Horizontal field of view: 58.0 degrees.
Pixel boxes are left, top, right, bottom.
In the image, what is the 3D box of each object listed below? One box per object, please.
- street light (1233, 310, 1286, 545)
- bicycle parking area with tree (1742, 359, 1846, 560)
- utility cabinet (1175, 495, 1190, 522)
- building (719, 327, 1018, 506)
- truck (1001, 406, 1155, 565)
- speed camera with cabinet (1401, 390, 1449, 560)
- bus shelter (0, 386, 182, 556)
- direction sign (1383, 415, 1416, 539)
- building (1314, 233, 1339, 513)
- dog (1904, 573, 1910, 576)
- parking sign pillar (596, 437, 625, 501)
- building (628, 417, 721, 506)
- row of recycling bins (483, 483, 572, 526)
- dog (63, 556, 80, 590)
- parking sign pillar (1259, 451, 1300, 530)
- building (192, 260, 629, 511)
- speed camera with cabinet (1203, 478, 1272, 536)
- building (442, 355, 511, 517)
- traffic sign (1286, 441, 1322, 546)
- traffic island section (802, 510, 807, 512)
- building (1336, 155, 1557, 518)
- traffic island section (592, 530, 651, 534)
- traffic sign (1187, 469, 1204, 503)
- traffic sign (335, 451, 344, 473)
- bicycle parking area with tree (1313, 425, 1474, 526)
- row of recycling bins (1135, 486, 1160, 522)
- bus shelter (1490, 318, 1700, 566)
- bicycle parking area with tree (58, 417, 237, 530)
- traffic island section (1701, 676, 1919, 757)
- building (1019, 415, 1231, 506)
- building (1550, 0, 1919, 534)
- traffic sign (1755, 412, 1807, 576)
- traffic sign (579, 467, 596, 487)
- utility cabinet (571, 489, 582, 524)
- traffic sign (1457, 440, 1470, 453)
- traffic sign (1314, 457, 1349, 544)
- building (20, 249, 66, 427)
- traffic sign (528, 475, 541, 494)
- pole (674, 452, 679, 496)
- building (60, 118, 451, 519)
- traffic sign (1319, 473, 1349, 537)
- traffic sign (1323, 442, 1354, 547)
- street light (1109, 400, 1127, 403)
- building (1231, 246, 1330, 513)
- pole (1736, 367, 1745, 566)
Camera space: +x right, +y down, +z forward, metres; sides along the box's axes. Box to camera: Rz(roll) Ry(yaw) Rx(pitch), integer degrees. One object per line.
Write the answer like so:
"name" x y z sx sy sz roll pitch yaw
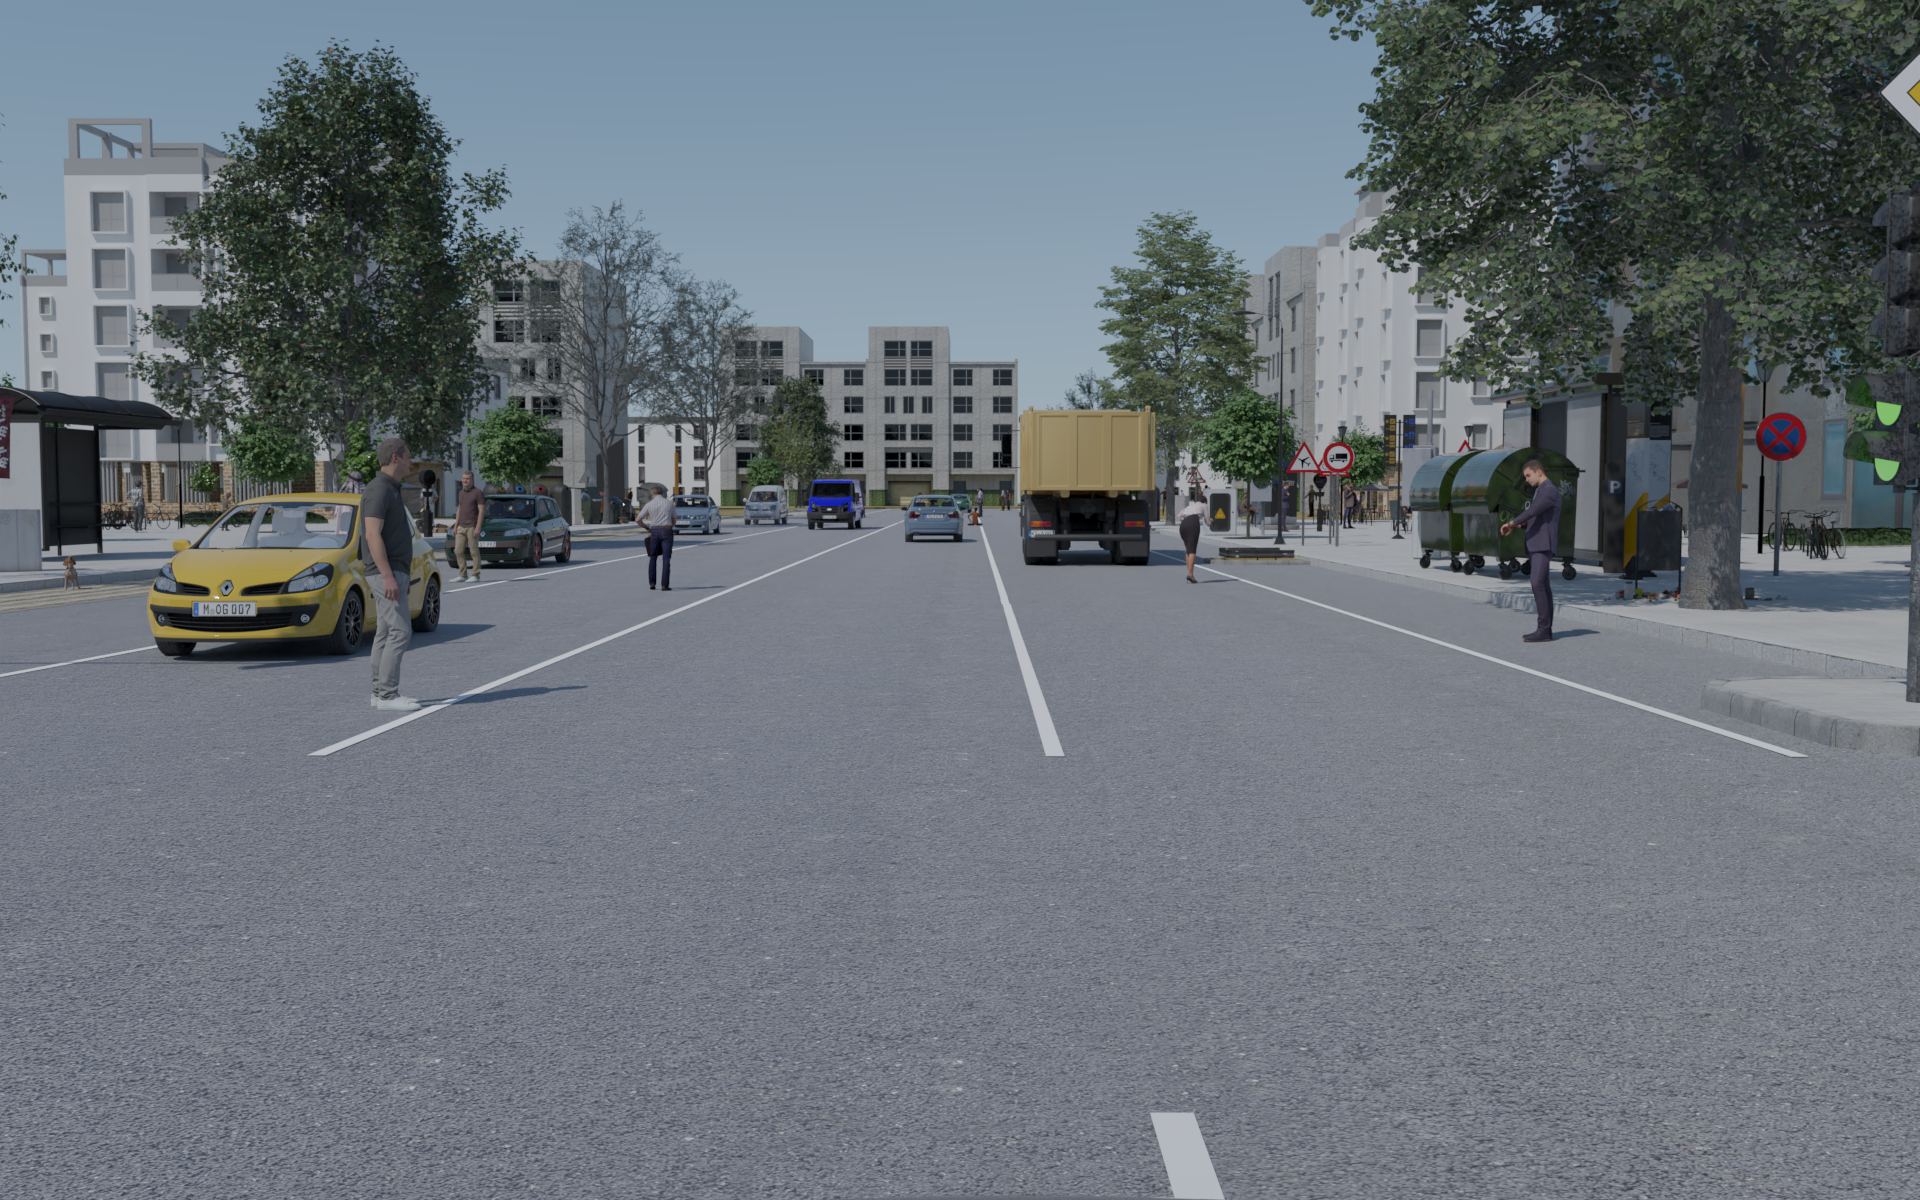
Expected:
"street light" 7.590 -4.363 43.878 1.470 5.913 1.316 0 4 0
"bicycle parking area with tree" 19.644 -3.005 36.133 8.231 4.147 9.016 3 4 37
"utility cabinet" 10.248 -4.257 80.770 0.306 1.237 1.020 -3 4 -36
"building" -9.590 -19.867 191.275 31.486 18.905 16.747 0 4 0
"truck" 2.641 -2.604 38.496 3.469 3.379 9.791 0 4 1
"speed camera with cabinet" 9.096 -2.412 33.772 0.660 3.252 2.038 2 4 26
"bus shelter" -17.965 -2.516 35.063 2.014 3.302 5.546 0 4 0
"direction sign" 12.528 -3.513 49.428 0.876 3.537 0.379 0 4 5
"building" 31.207 -15.562 110.853 16.016 20.091 11.380 0 4 0
"dog" 15.056 -0.581 27.241 0.748 0.427 0.550 0 4 -5
"parking sign pillar" -16.606 -5.739 82.297 1.447 3.967 1.447 -1 4 -8
"building" -39.503 -15.073 188.593 28.070 9.664 9.099 0 4 0
"row of recycling bins" -16.979 -3.720 67.941 3.534 1.692 1.069 -3 4 -36
"dog" -13.306 -0.406 25.926 0.540 0.507 0.406 2 4 27
"parking sign pillar" 11.533 -4.518 62.344 1.447 3.967 1.447 -2 4 -34
"building" -44.147 -16.699 139.482 31.486 18.905 16.747 0 4 0
"speed camera with cabinet" 8.570 -3.619 53.506 2.038 3.252 0.660 0 4 0
"building" -33.590 -10.397 112.132 9.099 9.664 28.070 0 4 0
"traffic sign" 8.488 -2.617 42.796 0.884 2.594 0.081 0 4 3
"traffic island section" -11.744 -7.225 140.997 1.991 0.108 1.994 0 4 0
"building" 30.969 -14.834 98.955 16.016 20.091 11.380 0 4 0
"traffic island section" -12.228 -2.467 63.200 1.991 0.108 1.994 0 4 0
"traffic sign" 11.444 -5.136 83.970 0.884 2.594 0.081 0 4 7
"traffic sign" -17.839 -3.078 50.427 0.768 2.556 0.104 0 4 5
"bicycle parking area with tree" 18.650 -5.240 72.674 8.231 4.147 9.016 1 4 20
"row of recycling bins" 8.776 -4.539 81.330 1.069 1.692 3.534 1 4 13
"bus shelter" 11.983 -3.454 34.105 2.179 5.291 8.768 0 4 0
"bicycle parking area with tree" -31.736 -4.781 65.180 8.231 4.147 9.016 2 4 27
"traffic island section" 5.942 0.709 10.688 2.009 0.180 2.903 0 4 0
"building" 20.428 -15.054 188.280 28.070 9.664 9.099 0 4 0
"building" 35.325 -27.034 61.609 23.786 49.044 30.456 0 4 0
"traffic sign" 12.793 -1.649 27.074 0.768 2.556 0.104 0 4 7
"traffic sign" -17.925 -5.097 83.339 0.884 2.594 0.081 1 4 10
"utility cabinet" -16.141 -3.903 72.491 0.318 1.500 1.173 -2 4 -28
"traffic sign" 12.055 -2.533 41.414 0.884 2.594 0.081 0 4 2
"traffic sign" 9.521 -2.720 44.480 0.884 2.594 0.081 1 4 9
"building" -66.355 -17.387 140.698 11.380 20.091 16.016 0 4 0
"traffic sign" -14.894 -3.682 60.313 0.768 2.556 0.104 0 4 2
"pole" -13.895 -5.570 84.918 0.158 3.312 0.155 0 3 0
"building" -36.639 -14.417 92.143 16.016 20.091 11.380 0 4 0
"traffic sign" 11.225 -3.179 51.982 0.884 2.594 0.081 1 4 9
"traffic sign" 9.197 -2.573 42.173 0.768 2.556 0.104 0 4 1
"street light" 7.851 -6.889 85.183 1.470 5.913 1.316 0 4 0
"building" 31.546 -16.258 132.281 16.747 18.905 31.486 0 4 0
"pole" 12.003 -2.017 26.816 0.158 3.312 0.155 0 3 0
